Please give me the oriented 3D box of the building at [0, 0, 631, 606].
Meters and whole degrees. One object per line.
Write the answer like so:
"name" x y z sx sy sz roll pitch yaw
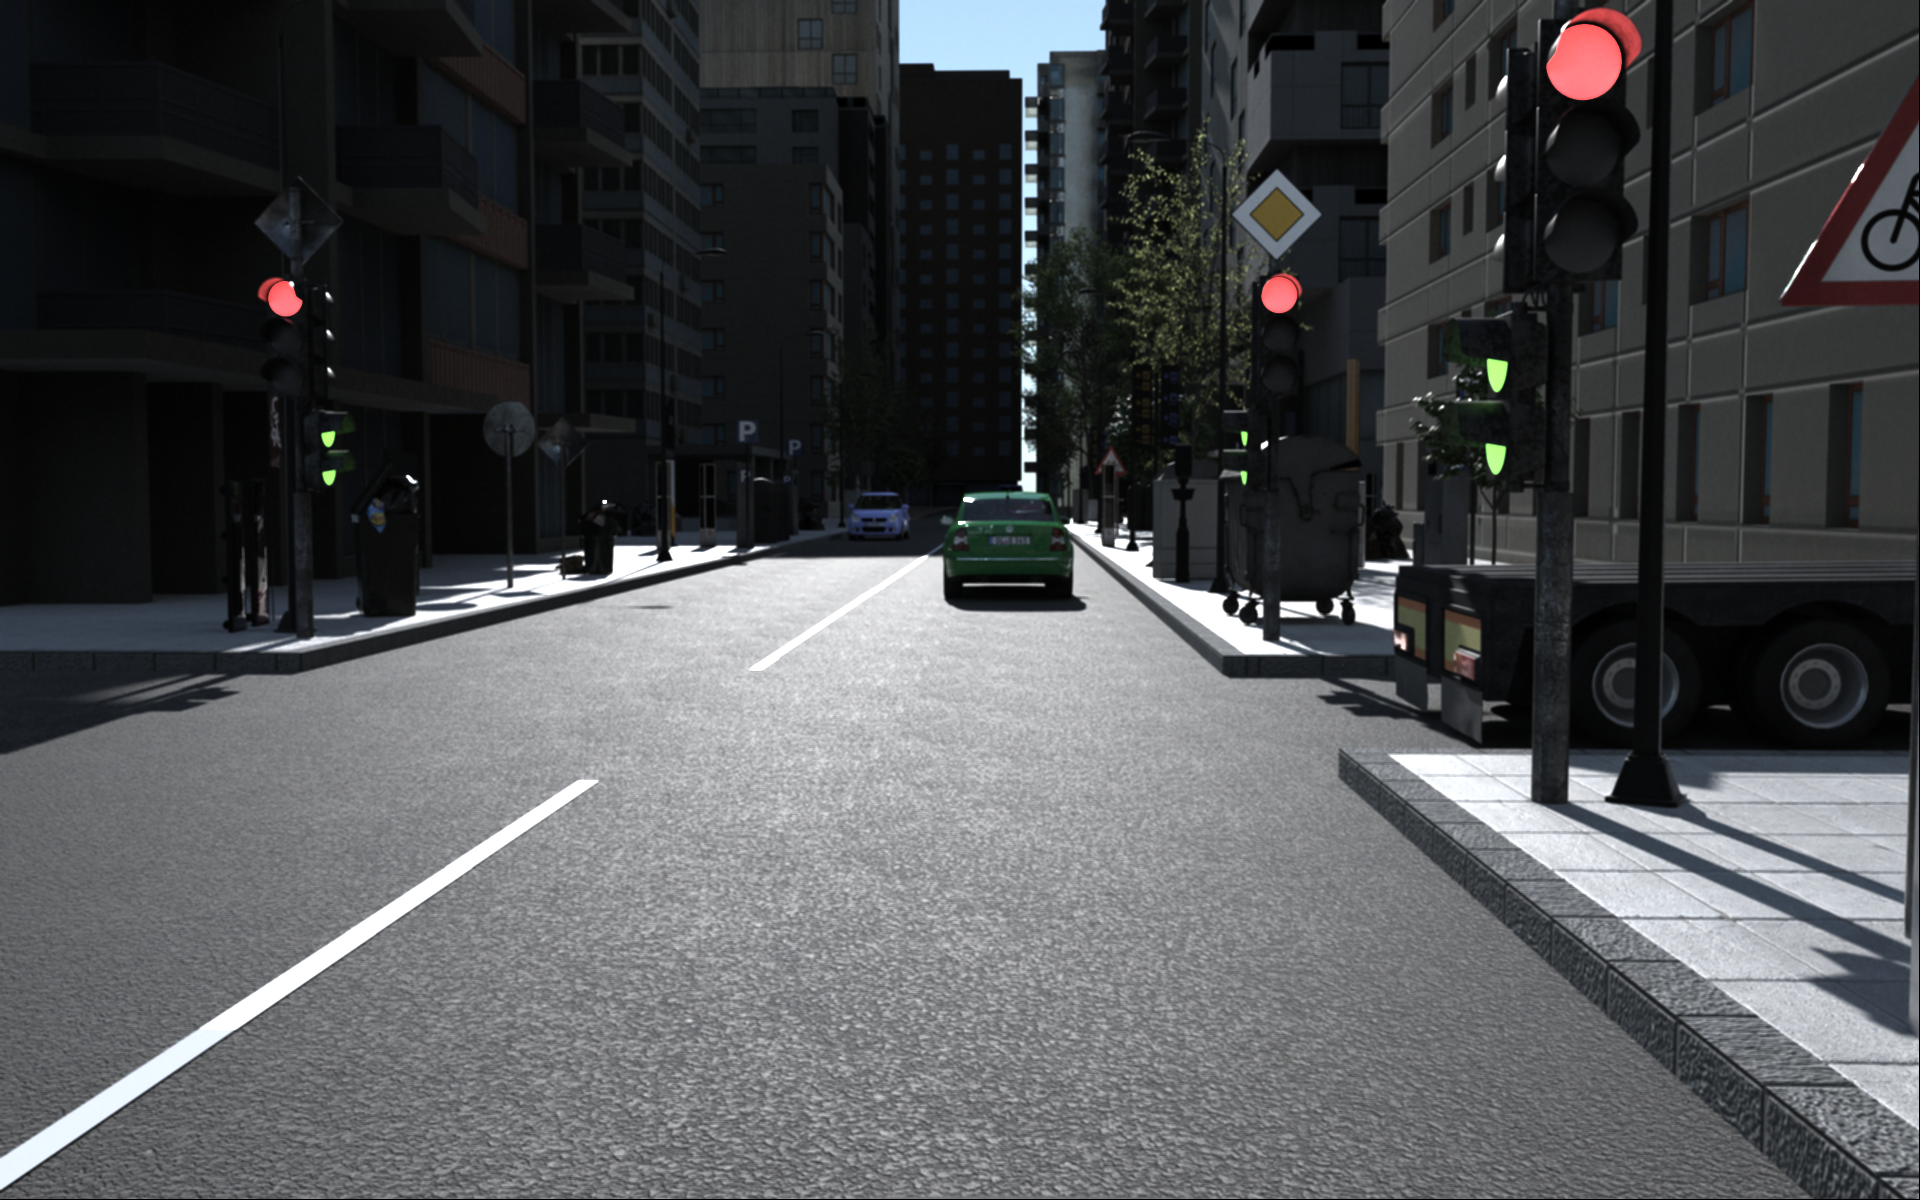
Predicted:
"building" -18.757 -23.062 31.688 22.147 44.769 28.867 0 4 2

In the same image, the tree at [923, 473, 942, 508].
"tree" -2.352 -10.224 161.765 1.663 3.219 1.824 0 3 0

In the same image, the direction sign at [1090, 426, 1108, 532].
"direction sign" 4.676 -4.053 58.266 0.876 3.537 0.379 -3 5 -44

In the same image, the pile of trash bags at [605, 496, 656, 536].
"pile of trash bags" -10.787 -2.639 52.903 3.447 1.369 1.912 -1 4 -8

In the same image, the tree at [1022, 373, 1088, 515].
"tree" 6.025 -9.437 104.654 4.737 8.622 4.395 0 3 0

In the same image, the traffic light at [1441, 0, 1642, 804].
"traffic light" 2.443 -1.113 7.119 0.839 4.253 0.868 0 4 2

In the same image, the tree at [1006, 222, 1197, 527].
"tree" 5.516 -8.675 67.584 9.928 11.665 9.643 0 3 0

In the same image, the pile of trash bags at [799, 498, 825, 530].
"pile of trash bags" -5.955 -3.214 62.299 1.912 1.369 3.447 -1 4 -12

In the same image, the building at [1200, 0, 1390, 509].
"building" 24.775 -29.469 71.049 28.713 52.752 27.495 0 4 2

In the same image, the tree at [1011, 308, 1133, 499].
"tree" 6.015 -9.047 82.324 7.601 10.594 8.767 1 4 15

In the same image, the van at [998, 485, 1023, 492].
"van" 3.478 -7.109 120.609 2.240 2.365 5.245 0 4 1

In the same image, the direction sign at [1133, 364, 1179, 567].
"direction sign" 3.440 -2.349 30.402 0.876 3.537 0.379 -1 4 -20

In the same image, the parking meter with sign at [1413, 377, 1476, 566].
"parking meter with sign" 7.344 -1.823 26.066 0.543 3.016 1.738 -1 4 -10

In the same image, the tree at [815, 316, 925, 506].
"tree" -4.319 -7.471 72.513 4.737 8.622 4.395 0 3 0

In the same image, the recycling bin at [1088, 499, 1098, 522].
"recycling bin" 6.470 -4.204 81.290 0.722 1.027 0.722 -2 4 -35

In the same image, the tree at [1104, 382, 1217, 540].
"tree" 5.573 -3.981 48.798 4.285 4.588 4.351 0 3 0

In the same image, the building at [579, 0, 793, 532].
"building" -23.278 -22.904 66.366 32.217 40.220 23.993 0 4 2

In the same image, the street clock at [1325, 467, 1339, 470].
"street clock" 9.853 -2.537 46.044 0.471 2.002 0.358 -2 4 -28

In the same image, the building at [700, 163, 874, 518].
"building" -20.299 -15.941 105.671 27.650 21.520 28.899 0 4 2

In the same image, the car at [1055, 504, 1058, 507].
"car" 2.270 -3.090 59.559 2.155 1.783 4.494 0 4 4

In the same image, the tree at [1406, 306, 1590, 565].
"tree" 5.441 -1.433 18.038 1.663 3.219 1.824 0 3 0

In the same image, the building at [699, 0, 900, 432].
"building" -19.030 -34.229 148.884 27.495 52.752 28.713 0 4 2

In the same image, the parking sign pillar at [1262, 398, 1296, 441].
"parking sign pillar" 7.557 -3.248 41.569 1.447 3.967 1.447 -1 4 -15

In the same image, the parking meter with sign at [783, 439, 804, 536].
"parking meter with sign" -5.321 -3.522 53.846 0.543 3.016 1.738 1 4 9

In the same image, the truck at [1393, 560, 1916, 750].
"truck" 12.279 -1.248 10.163 18.799 4.110 2.967 0 4 3

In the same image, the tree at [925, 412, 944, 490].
"tree" -3.339 -9.843 111.294 4.737 8.622 4.395 0 3 0

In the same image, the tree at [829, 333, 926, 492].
"tree" -4.048 -7.867 78.984 4.360 8.622 3.978 0 3 0

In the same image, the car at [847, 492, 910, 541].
"car" -2.533 -2.746 54.488 1.945 1.707 3.694 0 4 3

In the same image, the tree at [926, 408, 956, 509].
"tree" -2.466 -12.144 148.922 4.360 8.622 3.978 0 3 0

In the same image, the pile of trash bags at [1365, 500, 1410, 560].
"pile of trash bags" 7.569 -1.571 35.443 1.912 1.369 3.447 -2 4 -28

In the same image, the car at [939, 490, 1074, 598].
"car" 0.667 -1.001 25.160 1.959 1.807 4.718 0 4 0

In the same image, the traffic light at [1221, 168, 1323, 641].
"traffic light" 2.716 -1.601 15.099 0.839 4.253 0.868 0 4 2

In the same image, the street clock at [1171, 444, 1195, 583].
"street clock" 3.222 -1.252 25.034 0.358 2.002 0.471 0 4 4

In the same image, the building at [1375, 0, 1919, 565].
"building" 24.465 -11.245 28.896 28.899 21.520 27.650 0 4 2

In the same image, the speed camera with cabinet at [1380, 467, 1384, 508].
"speed camera with cabinet" 13.812 -3.746 55.586 0.660 3.252 2.038 1 4 13

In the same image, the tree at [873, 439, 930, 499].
"tree" -3.479 -7.081 99.493 4.285 4.588 4.351 0 3 0

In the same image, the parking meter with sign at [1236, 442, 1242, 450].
"parking meter with sign" 10.109 -3.766 57.843 1.738 3.016 0.543 0 4 -4

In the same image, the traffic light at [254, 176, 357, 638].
"traffic light" -5.841 -1.618 15.375 0.839 4.253 0.868 0 4 2

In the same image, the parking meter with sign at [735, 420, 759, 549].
"parking meter with sign" -5.131 -2.764 41.457 0.543 3.016 1.738 -1 4 -10

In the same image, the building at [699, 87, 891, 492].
"building" -12.567 -21.707 126.610 14.160 30.474 14.107 0 4 2

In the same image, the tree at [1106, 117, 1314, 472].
"tree" 4.767 -5.180 35.052 4.360 8.622 3.978 0 3 0
